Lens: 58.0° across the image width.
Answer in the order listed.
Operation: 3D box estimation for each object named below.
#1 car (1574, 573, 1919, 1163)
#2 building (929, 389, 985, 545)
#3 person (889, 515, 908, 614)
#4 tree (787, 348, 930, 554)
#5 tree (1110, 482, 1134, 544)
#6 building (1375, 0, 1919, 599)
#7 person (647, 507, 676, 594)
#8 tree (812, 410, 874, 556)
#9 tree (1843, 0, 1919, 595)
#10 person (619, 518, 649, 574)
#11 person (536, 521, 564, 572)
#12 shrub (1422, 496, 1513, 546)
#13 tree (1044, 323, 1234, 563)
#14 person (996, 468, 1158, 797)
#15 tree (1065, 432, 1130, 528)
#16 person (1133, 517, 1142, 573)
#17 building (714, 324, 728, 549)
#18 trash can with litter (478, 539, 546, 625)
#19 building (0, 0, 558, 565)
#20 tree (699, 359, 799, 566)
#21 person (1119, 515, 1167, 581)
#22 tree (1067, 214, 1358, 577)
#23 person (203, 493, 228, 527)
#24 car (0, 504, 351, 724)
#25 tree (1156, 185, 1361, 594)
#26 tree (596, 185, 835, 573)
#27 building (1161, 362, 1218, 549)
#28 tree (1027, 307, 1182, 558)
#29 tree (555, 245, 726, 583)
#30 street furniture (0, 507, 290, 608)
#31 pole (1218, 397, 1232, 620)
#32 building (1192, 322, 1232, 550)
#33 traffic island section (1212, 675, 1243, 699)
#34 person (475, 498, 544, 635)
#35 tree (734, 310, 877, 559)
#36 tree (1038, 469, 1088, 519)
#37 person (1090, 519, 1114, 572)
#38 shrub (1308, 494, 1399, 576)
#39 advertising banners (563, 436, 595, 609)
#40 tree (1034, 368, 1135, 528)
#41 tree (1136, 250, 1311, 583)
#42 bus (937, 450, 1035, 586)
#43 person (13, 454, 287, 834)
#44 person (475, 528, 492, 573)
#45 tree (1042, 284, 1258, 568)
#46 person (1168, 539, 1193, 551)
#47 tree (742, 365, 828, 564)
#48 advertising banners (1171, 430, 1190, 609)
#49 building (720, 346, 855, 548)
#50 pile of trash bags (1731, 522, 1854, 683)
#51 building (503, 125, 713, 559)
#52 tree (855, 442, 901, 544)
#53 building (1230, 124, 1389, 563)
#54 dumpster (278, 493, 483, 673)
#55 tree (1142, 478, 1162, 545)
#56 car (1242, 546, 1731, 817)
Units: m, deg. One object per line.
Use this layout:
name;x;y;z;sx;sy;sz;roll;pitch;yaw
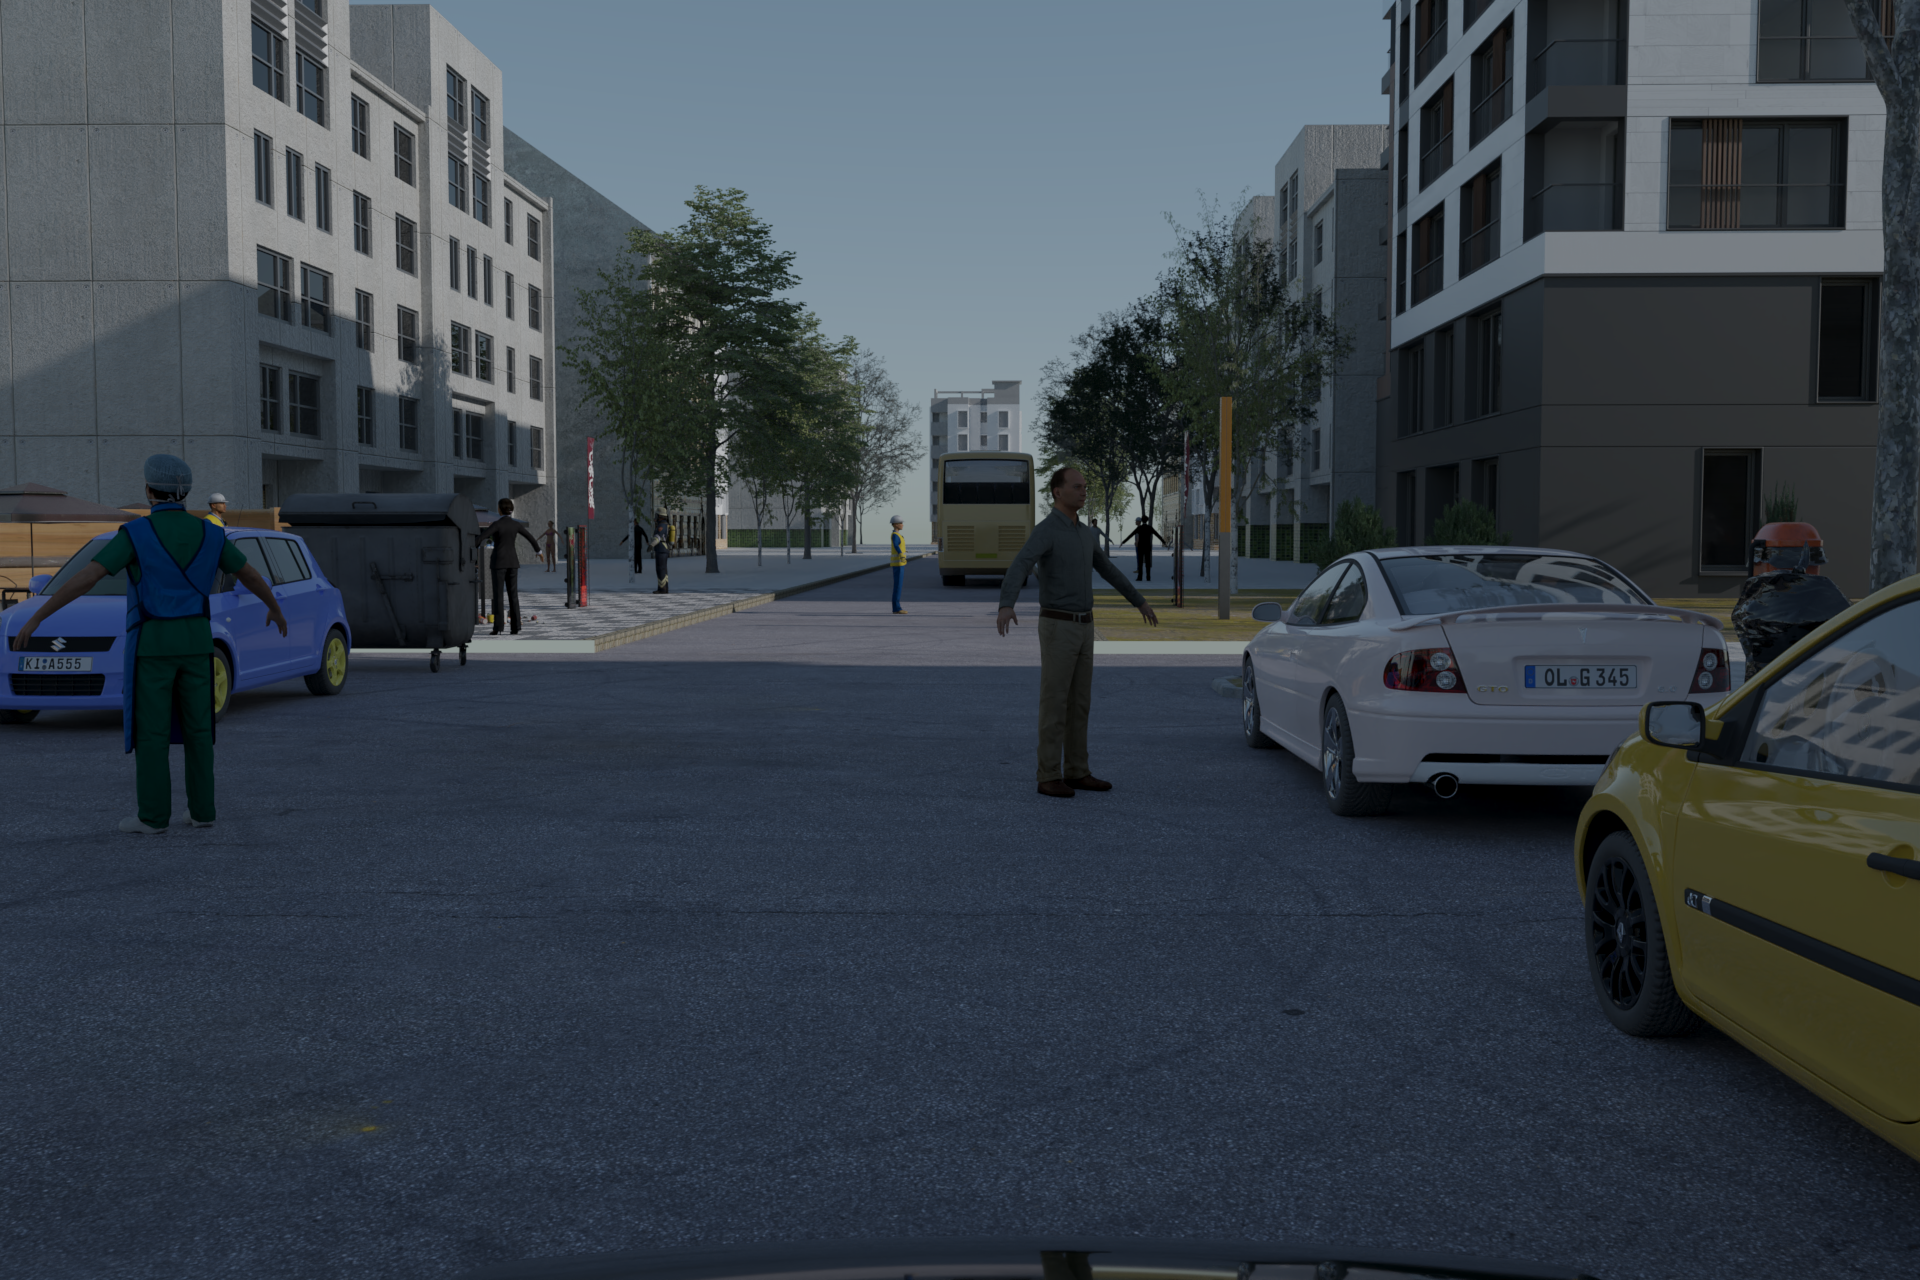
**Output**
car;2.708;0.394;3.782;2.015;1.641;3.980;0;4;1
building;-3.379;-21.907;217.054;11.380;20.090;16.016;0;4;-3
person;-1.037;-1.358;31.120;0.721;1.772;1.216;0;4;-2
tree;-6.891;-12.436;113.703;12.009;13.543;11.850;0;3;0
tree;19.997;-16.322;217.221;4.737;8.622;4.395;0;3;0
building;25.955;-12.578;49.618;27.936;21.610;32.646;0;4;2
person;-6.416;-1.915;37.086;0.705;1.856;1.354;0;4;5
tree;-6.721;-9.074;98.714;4.360;8.622;3.978;0;3;0
tree;7.676;-9.842;16.808;12.611;20.169;13.585;0;3;0
person;-10.537;-3.065;56.332;0.704;1.802;1.346;2;4;32
person;-13.839;-3.154;58.364;1.217;1.733;0.721;1;4;23
shrub;9.791;-1.776;33.463;1.690;2.028;1.600;0;3;0
tree;8.121;-8.638;75.646;8.767;10.594;7.601;0;4;-7
person;0.612;-0.052;9.573;0.705;1.796;1.348;3;5;42
tree;8.529;-9.685;108.715;4.737;8.622;4.395;0;3;0
person;5.870;-3.136;57.129;0.705;1.847;1.347;0;4;5
building;-25.665;-17.312;139.468;16.016;20.090;11.380;0;4;1
trash can with litter;-6.728;-0.883;25.496;1.678;1.210;2.233;0;4;1
building;-26.017;-11.739;58.385;16.747;18.905;31.486;0;4;1
tree;-7.821;-7.259;69.052;4.360;8.622;3.978;0;3;0
person;5.017;-2.510;47.227;1.347;1.806;0.705;-1;4;-10
tree;7.322;-7.166;51.584;8.767;10.594;7.601;0;4;6
person;-10.014;-1.069;23.444;0.705;1.833;1.349;0;4;1
car;-6.409;-0.279;14.146;1.945;1.707;3.694;0;4;1
tree;5.824;-5.315;37.257;4.360;8.622;3.978;0;3;0
tree;-7.969;-8.465;56.529;7.486;12.596;7.792;0;3;0
building;28.791;-20.130;160.054;19.493;23.208;18.063;0;4;2
tree;8.045;-11.188;93.290;12.009;13.543;11.850;0;3;0
tree;-8.399;-5.807;45.315;4.737;8.622;4.395;0;3;0
street furniture;-13.951;-1.498;31.340;11.010;1.723;9.812;2;4;30
pole;3.961;-1.961;25.904;0.158;3.312;0.155;0;3;0
building;25.149;-17.860;148.432;16.016;20.090;11.380;0;4;1
traffic island section;3.321;0.439;15.694;1.991;0.108;1.994;0;4;2
person;-5.832;-0.938;22.054;1.216;1.740;0.721;-3;5;-44
tree;-7.979;-10.418;88.461;7.486;12.596;7.792;0;3;0
tree;13.276;-17.241;216.307;7.601;10.594;8.767;0;4;3
person;4.604;-3.228;58.965;1.347;1.806;0.705;-1;4;-22
shrub;7.330;-1.696;32.148;1.690;2.028;1.600;0;3;0
advertising banners;-6.653;-2.093;30.413;0.090;3.025;2.074;0;4;2
tree;8.807;-12.275;118.820;7.486;12.596;7.792;0;3;0
tree;6.744;-5.811;45.369;4.737;8.622;4.395;0;3;0
bus;0.697;-3.615;50.646;2.896;3.916;12.252;0;4;0
person;-3.841;0.012;8.388;0.704;1.817;1.347;3;4;38
person;-15.716;-3.080;56.300;1.347;1.837;0.705;1;4;21
tree;7.145;-8.030;65.698;8.767;10.594;7.601;1;4;10
person;6.656;-2.645;52.505;0.599;1.433;0.991;-3;5;-41
tree;-7.425;-7.590;74.457;4.737;8.622;4.395;0;3;0
advertising banners;3.845;-2.081;30.215;0.090;3.025;2.074;0;4;1
building;-20.862;-19.143;179.439;16.747;18.905;31.486;0;4;2
pile of trash bags;6.220;-0.125;11.799;1.912;1.369;3.447;0;4;1
building;-24.632;-16.285;97.184;19.493;23.208;18.063;0;4;2
tree;-12.396;-18.599;214.458;12.009;13.543;11.850;0;3;0
building;23.472;-13.267;83.377;16.747;18.905;31.486;0;4;2
dumpster;-6.129;-0.620;18.345;1.865;1.857;1.264;0;4;1
tree;24.803;-15.976;211.568;4.360;8.622;3.978;0;3;0
car;2.835;0.135;10.156;2.083;1.381;4.827;0;4;1
